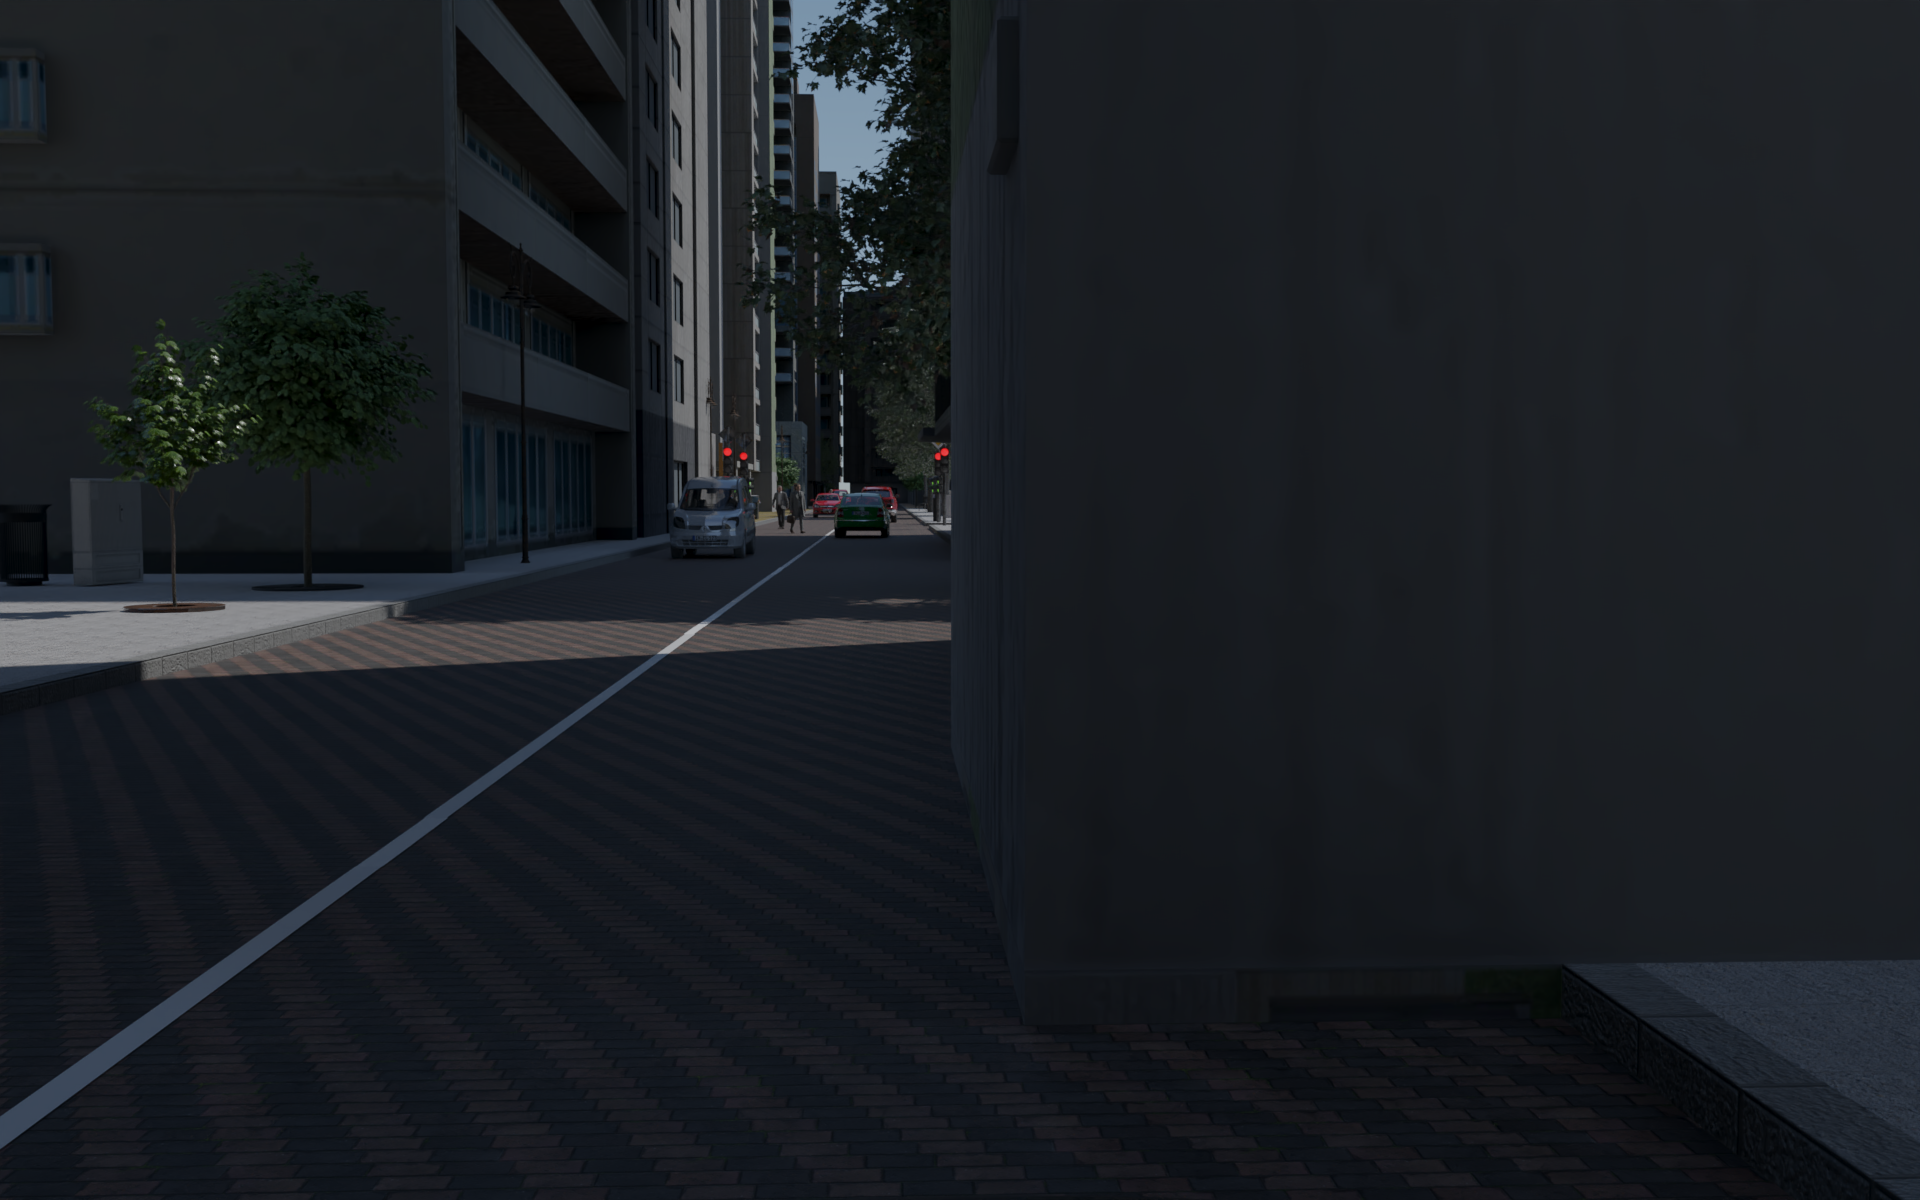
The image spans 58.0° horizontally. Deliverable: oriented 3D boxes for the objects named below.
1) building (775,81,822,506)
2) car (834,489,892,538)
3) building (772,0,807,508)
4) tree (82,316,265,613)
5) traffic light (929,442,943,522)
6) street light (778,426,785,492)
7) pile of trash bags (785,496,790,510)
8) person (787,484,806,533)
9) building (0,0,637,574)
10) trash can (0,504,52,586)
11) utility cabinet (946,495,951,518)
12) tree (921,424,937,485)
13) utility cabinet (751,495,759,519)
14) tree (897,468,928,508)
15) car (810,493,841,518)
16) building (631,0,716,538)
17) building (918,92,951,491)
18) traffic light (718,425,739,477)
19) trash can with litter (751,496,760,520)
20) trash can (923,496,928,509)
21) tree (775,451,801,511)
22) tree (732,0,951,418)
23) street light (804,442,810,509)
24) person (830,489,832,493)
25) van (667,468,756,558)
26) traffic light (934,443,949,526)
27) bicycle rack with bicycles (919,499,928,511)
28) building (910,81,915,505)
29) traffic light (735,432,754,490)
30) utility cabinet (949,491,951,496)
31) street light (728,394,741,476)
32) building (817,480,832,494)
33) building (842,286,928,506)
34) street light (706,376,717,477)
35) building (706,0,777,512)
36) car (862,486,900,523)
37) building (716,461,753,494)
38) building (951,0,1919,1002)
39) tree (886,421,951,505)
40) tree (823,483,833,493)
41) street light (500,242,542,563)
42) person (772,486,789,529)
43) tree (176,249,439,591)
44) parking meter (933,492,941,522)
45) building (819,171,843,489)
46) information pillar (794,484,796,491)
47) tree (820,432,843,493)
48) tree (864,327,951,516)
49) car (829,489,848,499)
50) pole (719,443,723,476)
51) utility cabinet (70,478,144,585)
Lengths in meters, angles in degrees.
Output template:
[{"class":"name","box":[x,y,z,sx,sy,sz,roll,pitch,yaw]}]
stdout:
[{"class":"building","box":[-22.579,-33.035,190.240,14.600,45.320,14.200,0,4,-2]},{"class":"car","box":[-3.269,-3.029,58.328,1.959,1.807,4.718,0,4,-1]},{"class":"building","box":[-25.825,-52.207,166.262,22.319,86.520,31.000,0,4,-2]},{"class":"tree","box":[-8.817,-1.496,19.060,1.663,3.219,1.824,0,3,0]},{"class":"traffic light","box":[-1.001,-5.476,78.453,0.839,4.253,0.868,0,4,-2]},{"class":"street light","box":[-11.807,-8.695,114.950,0.468,5.910,1.993,0,4,-2]},{"class":"pile of trash bags","box":[-14.288,-7.918,139.209,1.912,1.369,3.447,2,4,26]},{"class":"person","box":[-5.926,-3.336,63.150,0.694,1.812,0.767,-2,4,-31]},{"class":"building","box":[-19.313,-25.250,36.541,21.300,48.544,21.600,0,4,-2]},{"class":"trash can","box":[-13.112,-0.770,24.242,0.748,1.137,0.748,0,3,0]},{"class":"utility cabinet","box":[-0.570,-5.026,93.343,0.306,1.237,1.020,0,4,3]},{"class":"tree","box":[-1.902,-11.041,130.887,4.737,8.622,4.395,0,3,0]},{"class":"utility cabinet","box":[-10.830,-4.744,88.720,1.020,1.237,0.306,-2,4,-29]},{"class":"tree","box":[-4.082,-10.617,157.308,4.285,4.588,4.351,0,3,0]},{"class":"car","box":[-8.094,-5.948,106.294,2.155,1.783,4.494,0,4,-3]},{"class":"building","box":[-19.868,-37.927,58.364,20.611,71.187,20.563,0,4,-2]},{"class":"building","box":[10.354,-35.666,172.377,28.713,52.752,27.495,0,4,-2]},{"class":"traffic light","box":[-9.355,-4.964,70.082,0.839,4.253,0.868,0,4,-2]},{"class":"trash can with litter","box":[-10.326,-4.600,86.595,0.624,1.170,1.055,0,4,-1]},{"class":"trash can","box":[-2.828,-8.227,146.170,0.748,1.137,0.748,0,3,0]},{"class":"tree","box":[-13.798,-9.070,132.001,4.285,4.588,4.351,0,3,0]},{"class":"tree","box":[1.949,-6.623,25.292,9.611,12.733,9.660,0,3,0]},{"class":"street light","box":[-13.344,-10.929,151.483,0.468,5.910,1.993,0,4,-2]},{"class":"person","box":[-9.236,-7.082,124.690,0.834,1.777,0.661,-1,4,-23]},{"class":"van","box":[-5.674,-2.016,39.979,2.013,2.044,4.112,0,4,-2]},{"class":"traffic light","box":[-0.652,-4.988,70.476,0.839,4.253,0.868,0,4,-2]},{"class":"bicycle rack with bicycles","box":[-1.785,-6.995,127.749,2.852,0.926,2.925,-2,4,-28]},{"class":"building","box":[4.362,-41.167,215.080,21.231,58.520,28.212,0,4,-2]},{"class":"traffic light","box":[-9.703,-5.452,78.059,0.839,4.253,0.868,0,4,-2]},{"class":"utility cabinet","box":[-0.288,-6.561,115.958,1.173,1.500,0.318,2,4,23]},{"class":"street light","box":[-10.193,-6.452,78.282,0.468,5.910,1.993,0,4,-2]},{"class":"building","box":[-30.877,-34.377,216.694,28.867,44.769,22.147,0,4,-2]},{"class":"building","box":[-9.540,-28.885,243.976,14.107,30.474,14.160,0,4,-2]},{"class":"street light","box":[-9.808,-5.837,68.227,0.468,5.910,1.993,0,4,-2]},{"class":"building","box":[-20.428,-26.764,121.192,14.154,41.232,14.086,0,4,-2]},{"class":"car","box":[-4.217,-4.863,88.187,2.281,1.827,5.304,0,4,-2]},{"class":"building","box":[-27.927,-24.587,93.882,32.217,40.220,23.993,0,4,-2]},{"class":"building","box":[6.886,-19.997,10.539,14.154,41.232,14.086,0,4,-2]},{"class":"tree","box":[-3.410,-14.173,149.853,7.486,12.596,7.792,0,3,0]},{"class":"tree","box":[-17.727,-14.435,230.605,1.663,3.219,1.824,0,3,0]},{"class":"street light","box":[-8.083,-3.624,32.037,0.468,5.910,1.993,0,4,-2]},{"class":"person","box":[-7.337,-3.780,70.709,0.661,1.777,0.834,0,4,-3]},{"class":"tree","box":[-8.790,-2.424,23.346,4.285,4.588,4.351,0,3,0]},{"class":"parking meter","box":[-1.078,-4.436,80.935,0.372,1.533,0.369,0,3,0]},{"class":"building","box":[-27.720,-38.088,246.437,21.600,48.544,21.300,0,4,-2]},{"class":"information pillar","box":[-11.559,-7.207,122.326,0.304,2.012,0.304,1,4,8]},{"class":"tree","box":[-15.684,-15.392,202.021,4.737,8.622,4.395,0,3,0]},{"class":"tree","box":[-1.984,-13.166,121.922,9.857,13.997,8.962,0,3,0]},{"class":"car","box":[-9.806,-8.011,139.660,2.281,1.827,5.304,0,4,-4]},{"class":"pole","box":[-9.466,-4.574,68.630,0.158,3.312,0.155,0,3,0]},{"class":"utility cabinet","box":[-12.049,-0.968,24.509,0.318,1.500,1.173,0,4,7]}]
